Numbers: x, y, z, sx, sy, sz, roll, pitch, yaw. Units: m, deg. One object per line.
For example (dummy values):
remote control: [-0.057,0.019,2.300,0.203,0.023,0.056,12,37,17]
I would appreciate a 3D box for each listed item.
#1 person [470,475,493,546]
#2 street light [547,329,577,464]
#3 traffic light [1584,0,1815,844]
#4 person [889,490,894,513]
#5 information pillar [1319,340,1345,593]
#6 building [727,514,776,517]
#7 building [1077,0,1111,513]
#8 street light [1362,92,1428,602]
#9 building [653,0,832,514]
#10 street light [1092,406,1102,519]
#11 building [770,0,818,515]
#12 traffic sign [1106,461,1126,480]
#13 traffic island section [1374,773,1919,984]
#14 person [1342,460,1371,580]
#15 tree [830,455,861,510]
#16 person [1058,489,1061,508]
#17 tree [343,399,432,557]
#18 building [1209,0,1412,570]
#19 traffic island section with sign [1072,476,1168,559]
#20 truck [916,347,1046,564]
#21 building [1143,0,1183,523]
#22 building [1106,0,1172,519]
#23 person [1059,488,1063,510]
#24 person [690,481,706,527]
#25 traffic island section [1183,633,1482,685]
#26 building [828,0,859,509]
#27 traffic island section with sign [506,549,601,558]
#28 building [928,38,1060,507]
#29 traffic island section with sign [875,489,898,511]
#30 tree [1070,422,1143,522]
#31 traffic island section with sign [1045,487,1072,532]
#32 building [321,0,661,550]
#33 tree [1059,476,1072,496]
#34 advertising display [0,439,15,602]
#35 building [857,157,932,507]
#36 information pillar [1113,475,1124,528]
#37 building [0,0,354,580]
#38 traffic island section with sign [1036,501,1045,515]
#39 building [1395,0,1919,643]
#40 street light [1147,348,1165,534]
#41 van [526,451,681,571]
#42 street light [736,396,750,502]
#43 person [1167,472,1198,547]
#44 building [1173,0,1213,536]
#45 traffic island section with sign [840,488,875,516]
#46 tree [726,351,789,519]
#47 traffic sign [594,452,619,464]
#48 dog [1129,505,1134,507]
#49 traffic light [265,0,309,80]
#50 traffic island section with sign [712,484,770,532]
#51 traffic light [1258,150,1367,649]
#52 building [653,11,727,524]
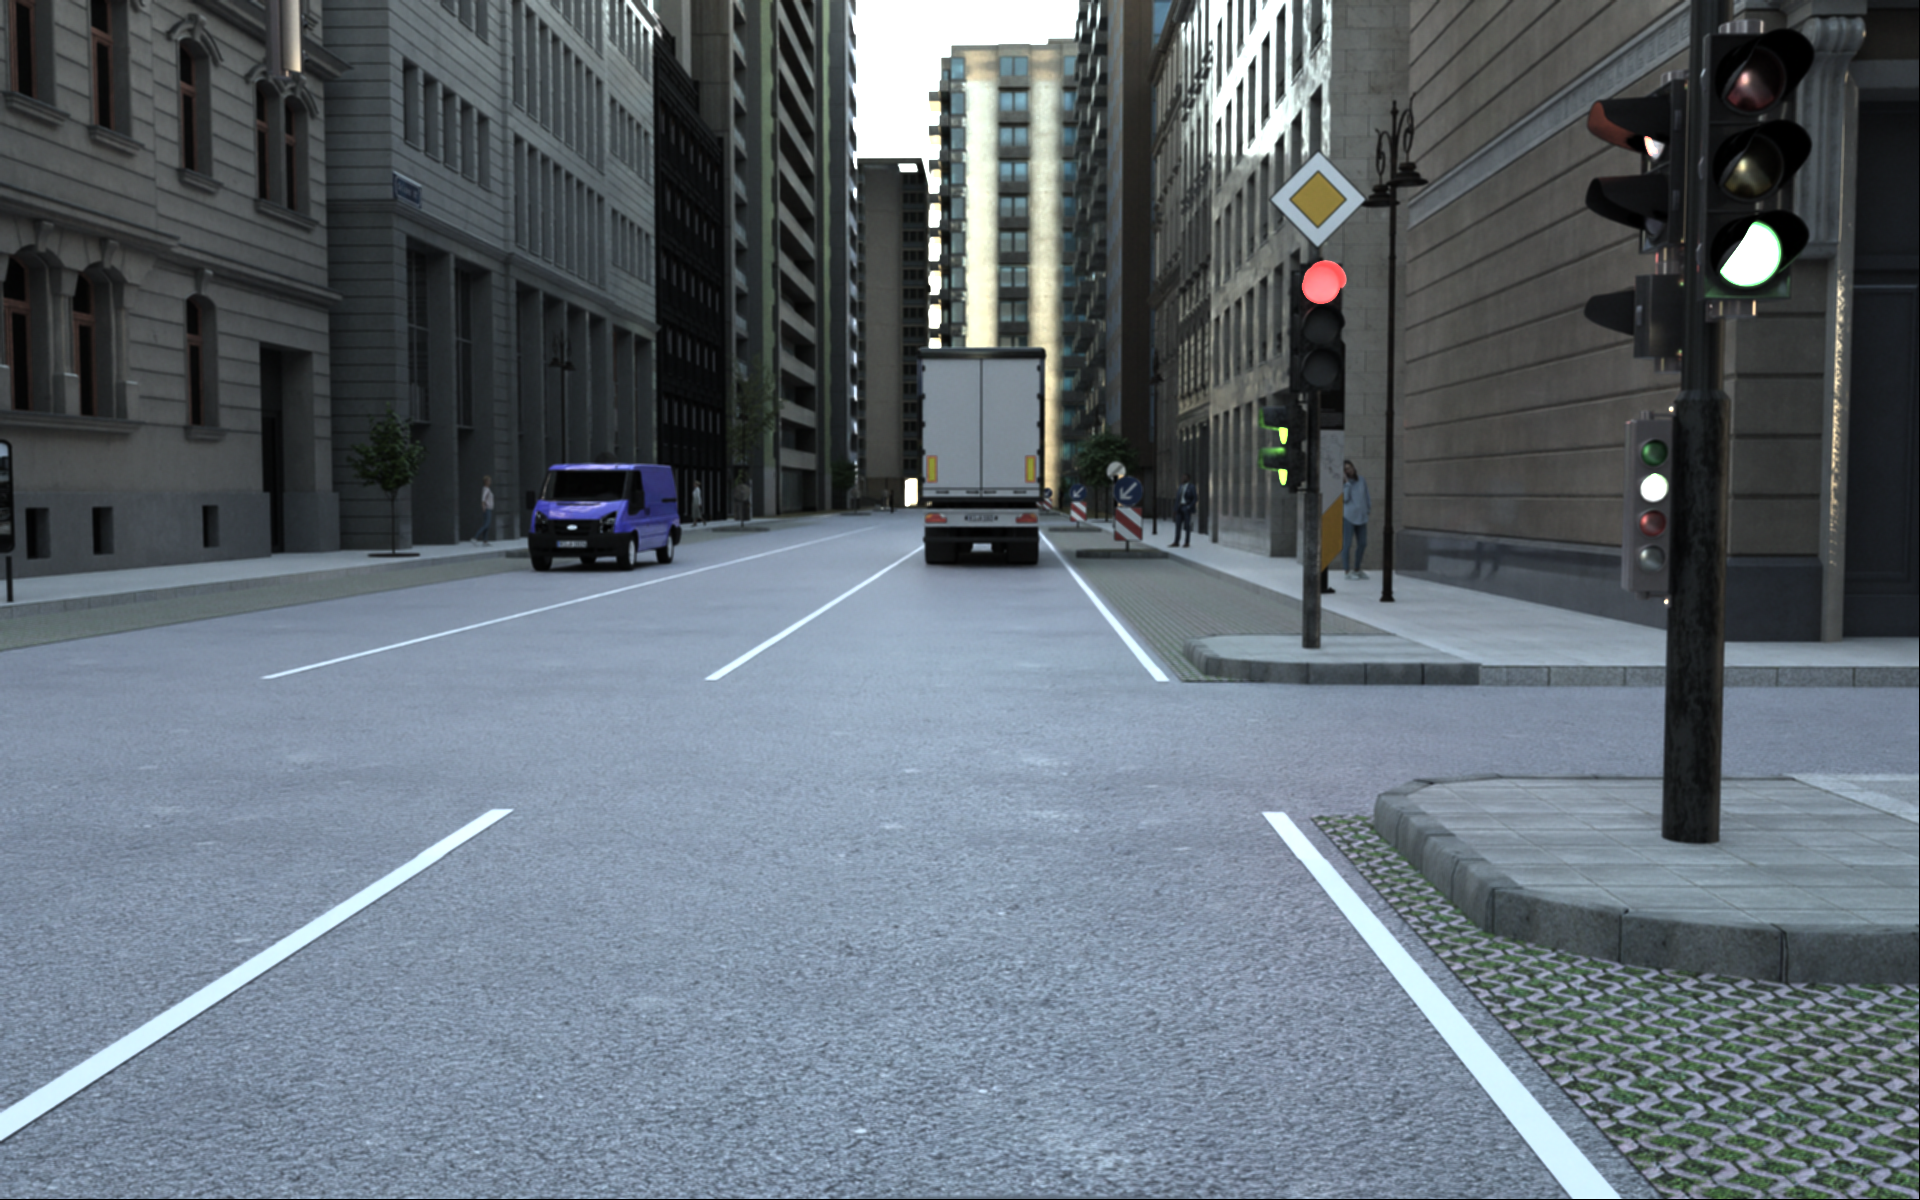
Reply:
person: [-11.712,-2.185,42.445,0.598,1.740,0.731,-2,4,-26]
street light: [-11.118,-4.633,48.545,0.468,5.910,1.993,0,4,2]
traffic light: [0.602,-1.933,6.274,4.771,5.953,1.251,0,4,2]
person: [-5.209,-7.397,130.164,0.721,1.735,1.217,0,4,2]
information pillar: [4.741,-1.897,22.375,0.504,3.616,0.183,-2,4,-29]
building: [-18.311,-25.266,96.692,14.154,41.232,14.086,0,4,2]
building: [21.109,-32.338,148.330,23.786,49.044,30.456,0,4,2]
street light: [5.100,-2.918,20.497,0.468,5.910,1.993,0,4,2]
building: [-17.598,-27.454,132.470,14.154,41.232,14.086,0,4,2]
street light: [7.034,-7.111,89.052,0.468,5.910,1.993,0,4,2]
building: [-21.285,-30.010,114.365,21.300,48.544,21.600,0,4,2]
traffic sign: [6.101,-4.135,67.720,0.768,2.556,0.104,0,4,6]
traffic island section: [2.735,0.967,6.471,2.009,0.180,2.903,0,4,2]
person: [5.897,-1.204,25.987,0.793,1.790,0.793,2,4,34]
tree: [-9.778,-9.736,142.896,4.285,4.588,4.351,0,3,0]
person: [8.874,-9.064,154.224,0.705,1.826,1.348,0,4,3]
tree: [-11.822,-2.509,35.625,1.663,3.219,1.824,0,3,0]
building: [11.556,-11.134,36.793,10.420,20.320,16.860,0,4,2]
traffic island section with sign: [3.629,-1.860,39.043,1.989,1.847,2.006,0,4,2]
truck: [0.510,-3.047,38.732,2.839,4.237,11.283,0,4,1]
building: [15.210,-17.059,76.181,12.463,27.353,25.104,0,4,2]
building: [15.458,-27.255,95.735,14.600,45.320,14.200,0,4,2]
person: [8.170,-8.030,137.857,0.721,1.766,1.217,0,4,3]
person: [-10.254,-3.768,67.876,0.641,1.798,0.478,0,4,-3]
traffic island section: [2.953,0.479,14.454,2.009,0.180,2.903,0,4,2]
building: [-23.504,-37.471,154.655,28.212,58.520,21.231,0,4,2]
traffic island section with sign: [-9.087,-1.882,39.399,1.989,1.847,2.006,0,4,2]
building: [12.019,-34.559,184.647,30.456,49.044,23.786,0,4,2]
traffic island section with sign: [-6.217,-8.295,144.250,1.989,1.847,2.006,0,4,2]
tree: [6.659,-5.861,79.542,4.285,4.588,4.351,0,3,0]
traffic island section with sign: [4.368,-3.508,65.988,1.989,1.847,2.006,0,4,2]
building: [-17.814,-16.887,53.589,11.434,29.767,29.804,0,4,2]
tree: [9.961,-10.525,166.692,1.663,3.219,1.824,0,3,0]
advertising display: [-11.600,-0.919,20.239,0.974,1.923,0.123,-3,5,-44]
building: [-15.067,-30.486,190.333,23.993,40.220,32.217,0,4,2]
information pillar: [5.961,-3.715,65.234,0.304,2.012,0.304,-3,5,-40]
building: [-20.423,-14.659,27.058,14.401,28.519,23.554,0,4,2]
traffic island section with sign: [5.738,-6.578,116.170,1.989,1.847,2.006,0,4,2]
building: [16.504,-14.324,20.097,20.117,28.700,13.634,0,4,2]
street light: [6.203,-5.029,55.008,0.468,5.910,1.993,0,4,2]
van: [-6.970,-1.821,34.152,2.240,2.365,5.245,0,4,2]
street light: [-10.240,-6.683,82.061,0.468,5.910,1.993,0,4,2]
person: [5.414,-2.178,41.831,0.721,1.800,0.419,3,5,41]
building: [12.402,-12.547,54.286,9.793,20.994,18.267,0,4,2]
traffic island section with sign: [-6.976,-6.599,116.526,1.989,1.847,2.006,0,4,2]
tree: [-10.856,-8.392,87.570,4.737,8.622,4.395,0,3,0]
traffic sign: [-10.727,-3.210,52.588,0.768,2.556,0.104,0,4,5]
dog: [8.825,-4.444,87.035,0.513,0.831,0.800,-2,4,-28]
traffic light: [-7.950,-2.446,14.656,4.771,5.953,1.251,0,4,2]
traffic island section with sign: [-8.350,-3.530,66.344,1.989,1.847,2.006,0,4,2]
traffic light: [2.913,-1.555,14.341,0.839,4.253,0.868,0,4,2]
building: [-17.843,-15.116,76.818,12.332,23.373,15.834,0,4,2]
